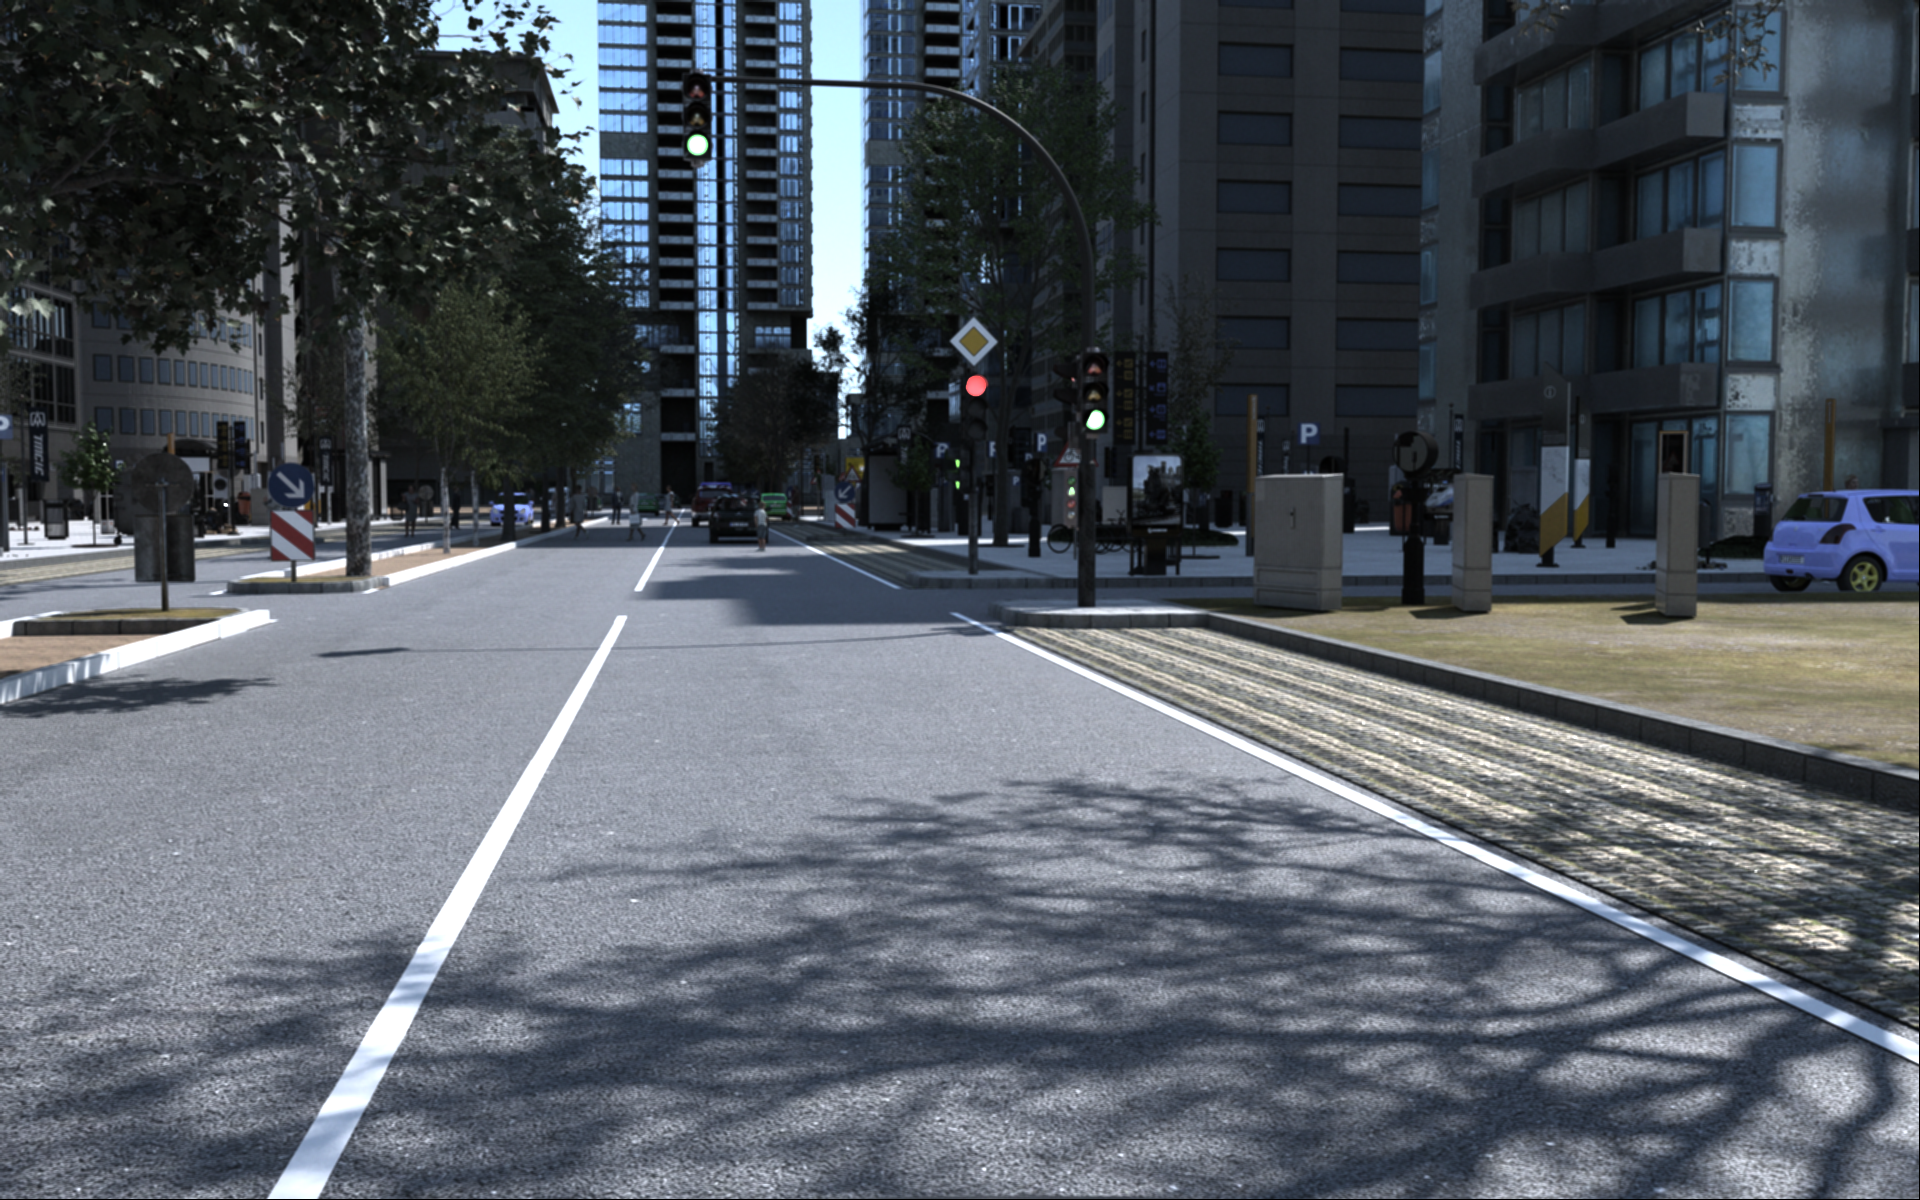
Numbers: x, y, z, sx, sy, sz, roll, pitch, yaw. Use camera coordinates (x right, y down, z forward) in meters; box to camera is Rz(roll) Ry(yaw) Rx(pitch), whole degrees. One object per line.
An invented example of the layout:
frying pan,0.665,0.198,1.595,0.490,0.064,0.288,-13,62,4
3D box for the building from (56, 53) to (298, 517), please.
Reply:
building,-56.088,-34.629,108.191,21.231,58.520,28.212,-1,4,-9

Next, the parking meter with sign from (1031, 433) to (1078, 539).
parking meter with sign,2.957,-3.220,48.914,1.738,3.016,0.543,3,4,37

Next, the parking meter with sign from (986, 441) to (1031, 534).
parking meter with sign,1.601,-3.662,56.136,0.543,3.016,1.738,-3,4,-37

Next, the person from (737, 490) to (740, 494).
person,-21.931,-10.008,172.231,0.705,1.812,1.348,3,5,42

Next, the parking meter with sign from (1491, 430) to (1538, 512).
parking meter with sign,15.358,-3.113,47.151,1.738,3.016,0.543,1,4,17

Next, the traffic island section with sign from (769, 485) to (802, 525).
traffic island section with sign,-7.882,-4.373,80.130,1.989,1.847,2.006,-1,4,-9

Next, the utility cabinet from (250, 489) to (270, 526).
utility cabinet,-27.689,-3.693,69.060,1.173,1.500,0.318,1,4,18

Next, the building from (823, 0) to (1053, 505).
building,-0.169,-54.940,210.942,31.000,86.520,22.319,-1,4,-9

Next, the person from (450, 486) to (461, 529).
person,-20.535,-3.759,70.383,0.534,1.772,0.576,-2,4,-27

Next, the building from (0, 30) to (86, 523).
building,-46.424,-16.840,68.841,14.314,27.812,24.014,-1,4,-9

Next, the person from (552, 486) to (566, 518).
person,-18.358,-4.318,79.206,0.635,1.810,0.391,-3,4,-38

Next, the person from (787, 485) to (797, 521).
person,-7.857,-4.492,81.722,0.659,1.850,0.755,-3,4,-37

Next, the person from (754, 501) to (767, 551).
person,-5.000,-1.848,43.395,0.332,1.250,0.352,0,4,7

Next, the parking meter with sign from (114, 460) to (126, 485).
parking meter with sign,-42.455,-5.623,88.202,0.543,3.016,1.738,-3,5,-44

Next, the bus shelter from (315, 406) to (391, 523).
bus shelter,-28.775,-6.382,81.973,2.179,5.291,8.768,-1,4,-9

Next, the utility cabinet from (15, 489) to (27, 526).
utility cabinet,-37.704,-3.722,69.528,0.318,1.500,1.173,-2,4,-34

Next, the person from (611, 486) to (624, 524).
person,-16.255,-4.486,82.025,0.721,1.800,0.419,-2,4,-35

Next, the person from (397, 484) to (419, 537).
person,-18.452,-3.000,57.910,0.716,1.782,0.532,-1,4,-12

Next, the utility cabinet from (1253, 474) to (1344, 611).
utility cabinet,3.738,-0.646,19.243,0.318,1.500,1.173,-2,4,-28

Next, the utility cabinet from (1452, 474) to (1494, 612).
utility cabinet,5.677,-0.641,19.167,0.318,1.500,1.173,1,4,10

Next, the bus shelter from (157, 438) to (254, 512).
bus shelter,-28.473,-4.386,65.627,2.014,3.302,5.546,-1,4,-9

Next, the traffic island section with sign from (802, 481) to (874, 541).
traffic island section with sign,-3.707,-2.725,53.174,1.989,1.847,2.006,-1,4,-9

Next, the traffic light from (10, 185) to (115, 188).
traffic light,-13.872,-3.102,25.383,4.771,5.953,1.251,-1,4,-9

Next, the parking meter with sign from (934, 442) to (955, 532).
parking meter with sign,-0.480,-3.841,59.059,0.543,3.016,1.738,0,4,8

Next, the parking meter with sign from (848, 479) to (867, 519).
parking meter with sign,-5.004,-5.617,88.100,0.543,3.016,1.738,2,4,34

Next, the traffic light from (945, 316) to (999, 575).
traffic light,0.192,-2.361,27.528,0.839,4.253,0.868,-1,4,-9

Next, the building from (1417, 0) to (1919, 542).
building,31.113,-26.653,55.381,30.456,49.044,23.786,-1,4,-9

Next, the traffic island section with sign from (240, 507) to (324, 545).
traffic island section with sign,-19.475,-2.525,49.915,1.989,1.847,2.006,-1,4,-9

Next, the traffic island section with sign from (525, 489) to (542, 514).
traffic island section with sign,-31.196,-7.165,125.777,1.989,1.847,2.006,-1,4,-9

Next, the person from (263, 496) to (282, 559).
person,-15.105,-1.800,38.103,0.511,1.800,0.466,3,5,41

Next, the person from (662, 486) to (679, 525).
person,-13.335,-4.345,79.631,0.778,1.811,0.616,-1,4,-20

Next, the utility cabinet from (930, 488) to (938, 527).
utility cabinet,-0.892,-3.490,65.735,1.173,1.500,0.318,1,4,21

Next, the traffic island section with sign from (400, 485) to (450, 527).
traffic island section with sign,-23.601,-4.154,76.553,1.989,1.847,2.006,-1,4,-9

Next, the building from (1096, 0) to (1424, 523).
building,17.907,-33.584,91.091,21.231,58.520,28.212,-1,4,-9

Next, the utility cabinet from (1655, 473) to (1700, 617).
utility cabinet,7.618,-0.593,18.381,0.318,1.500,1.173,1,4,17

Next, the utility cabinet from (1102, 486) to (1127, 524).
utility cabinet,4.685,-2.576,50.804,0.318,1.500,1.173,-3,4,-37

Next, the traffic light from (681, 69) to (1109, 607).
traffic light,-0.642,-2.722,19.178,4.771,5.953,1.251,-1,4,-9

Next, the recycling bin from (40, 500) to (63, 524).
recycling bin,-39.046,-3.785,74.434,0.722,1.027,0.722,-3,5,-44

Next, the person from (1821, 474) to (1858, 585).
person,13.896,-1.113,27.365,0.598,1.740,0.731,2,4,23

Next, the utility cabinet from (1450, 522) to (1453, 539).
utility cabinet,14.332,-2.329,49.233,0.306,1.237,1.020,-2,4,-27

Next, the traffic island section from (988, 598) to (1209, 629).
traffic island section,1.453,0.154,19.756,2.009,0.180,2.903,-1,4,-9

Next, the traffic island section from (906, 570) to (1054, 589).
traffic island section,0.234,-0.328,27.648,2.009,0.180,2.903,-1,4,-9

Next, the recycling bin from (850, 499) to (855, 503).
recycling bin,-5.983,-5.245,98.309,0.722,1.027,0.722,1,4,15

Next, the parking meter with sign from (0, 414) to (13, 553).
parking meter with sign,-21.474,-2.590,38.600,0.543,3.016,1.738,-2,4,-34

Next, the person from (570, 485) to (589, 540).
person,-11.920,-2.761,54.385,0.760,1.731,0.466,2,4,26

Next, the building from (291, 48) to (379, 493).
building,-62.124,-31.927,145.705,21.600,48.544,21.300,-1,4,-9

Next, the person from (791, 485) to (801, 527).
person,-7.058,-4.037,74.485,0.573,1.828,0.580,-3,5,-41

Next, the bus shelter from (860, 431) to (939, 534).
bus shelter,-2.079,-3.913,57.896,2.014,3.302,5.546,-1,4,-9

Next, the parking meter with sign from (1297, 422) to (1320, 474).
parking meter with sign,8.696,-2.856,42.952,0.543,3.016,1.738,1,4,15

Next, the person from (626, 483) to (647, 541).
person,-9.933,-2.705,53.076,0.624,1.780,0.694,-1,4,-8

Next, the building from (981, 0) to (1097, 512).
building,18.375,-26.511,125.328,32.217,40.220,23.993,-1,4,-9

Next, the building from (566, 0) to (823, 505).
building,-30.878,-54.680,206.684,31.000,86.520,22.319,-1,4,-9

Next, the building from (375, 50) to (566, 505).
building,-60.274,-37.750,206.444,27.495,52.752,28.713,-1,4,-9

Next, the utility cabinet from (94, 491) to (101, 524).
utility cabinet,-36.833,-4.029,74.546,0.318,1.500,1.173,0,4,6

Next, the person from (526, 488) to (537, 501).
person,-30.017,-6.856,120.584,0.705,1.826,1.348,2,4,33
